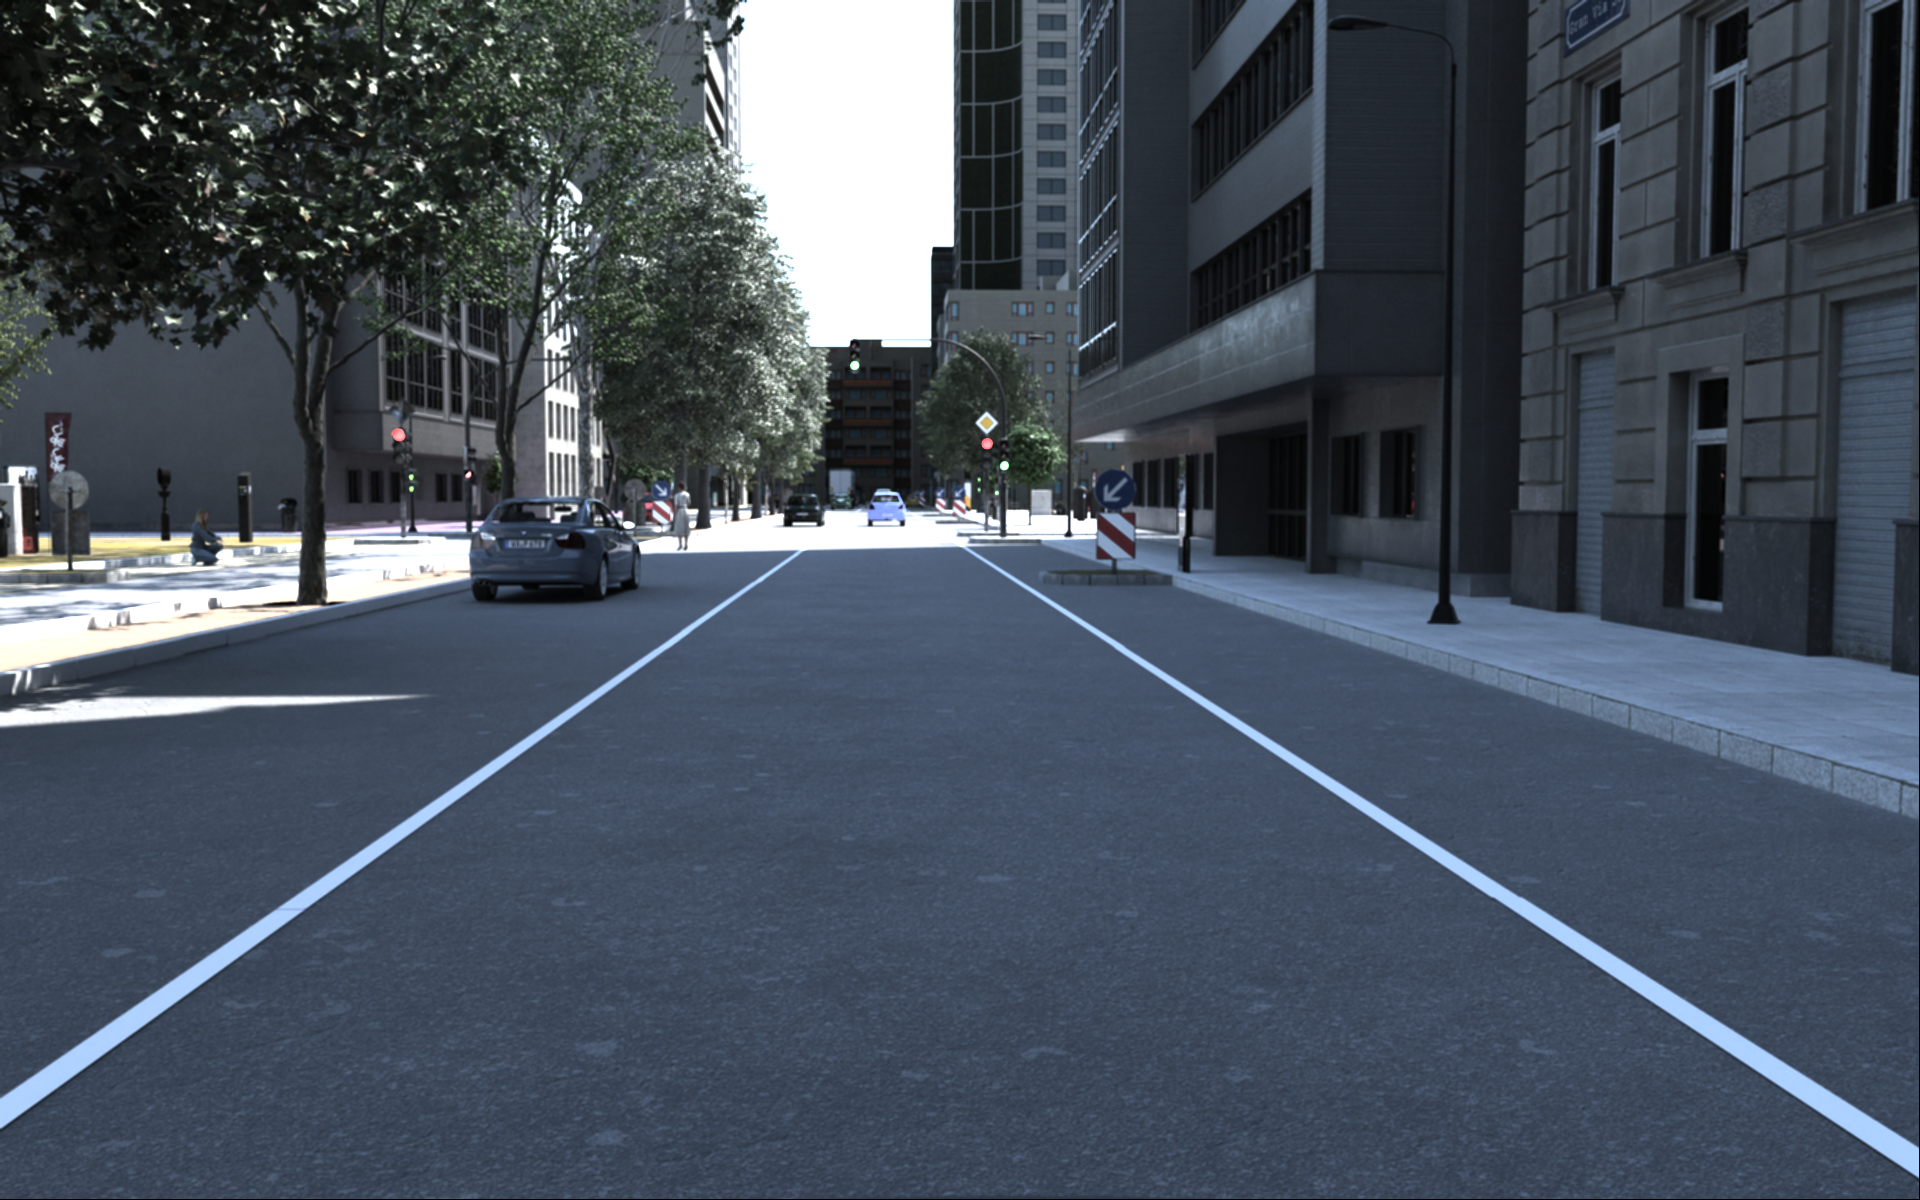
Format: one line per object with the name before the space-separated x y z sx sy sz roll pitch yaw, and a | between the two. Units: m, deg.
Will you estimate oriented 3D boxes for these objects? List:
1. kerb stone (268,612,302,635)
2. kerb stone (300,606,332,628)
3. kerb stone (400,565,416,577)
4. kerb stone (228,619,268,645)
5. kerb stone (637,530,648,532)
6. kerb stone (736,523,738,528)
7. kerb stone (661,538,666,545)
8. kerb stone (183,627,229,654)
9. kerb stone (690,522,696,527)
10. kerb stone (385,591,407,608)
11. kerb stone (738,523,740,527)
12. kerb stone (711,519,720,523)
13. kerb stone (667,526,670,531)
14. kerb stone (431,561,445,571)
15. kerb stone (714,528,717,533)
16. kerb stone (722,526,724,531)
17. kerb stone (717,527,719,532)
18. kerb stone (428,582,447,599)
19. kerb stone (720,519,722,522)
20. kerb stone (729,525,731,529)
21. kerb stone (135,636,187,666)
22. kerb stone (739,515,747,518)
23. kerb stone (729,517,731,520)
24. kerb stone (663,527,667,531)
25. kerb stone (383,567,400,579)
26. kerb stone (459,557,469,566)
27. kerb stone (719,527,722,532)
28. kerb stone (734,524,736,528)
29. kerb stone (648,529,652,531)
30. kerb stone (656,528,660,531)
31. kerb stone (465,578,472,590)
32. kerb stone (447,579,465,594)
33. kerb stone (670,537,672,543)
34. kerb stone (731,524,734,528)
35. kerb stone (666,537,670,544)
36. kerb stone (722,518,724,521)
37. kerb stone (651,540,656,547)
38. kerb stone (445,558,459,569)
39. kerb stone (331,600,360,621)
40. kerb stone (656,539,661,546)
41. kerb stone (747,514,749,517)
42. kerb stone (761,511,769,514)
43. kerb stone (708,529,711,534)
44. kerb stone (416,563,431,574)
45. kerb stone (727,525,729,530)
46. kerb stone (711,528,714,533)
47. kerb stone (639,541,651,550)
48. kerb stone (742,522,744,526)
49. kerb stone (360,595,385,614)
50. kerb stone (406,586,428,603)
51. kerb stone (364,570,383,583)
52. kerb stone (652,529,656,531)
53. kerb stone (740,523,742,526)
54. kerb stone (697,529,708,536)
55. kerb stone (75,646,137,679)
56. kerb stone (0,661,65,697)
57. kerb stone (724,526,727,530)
kerb stone | -7.086 0.261 17.975 0.120 0.150 1.000 0 4 -3
kerb stone | -7.135 0.196 18.998 0.120 0.150 1.000 0 4 -3
kerb stone | -9.737 -0.492 30.240 0.120 0.150 1.000 0 4 -3
kerb stone | -7.036 0.321 16.954 0.120 0.150 1.000 0 4 -3
kerb stone | -11.095 -2.341 60.471 0.120 0.150 1.000 0 4 -3
kerb stone | -9.548 -3.097 72.863 0.120 0.150 1.000 0 4 -3
kerb stone | -8.460 -1.620 48.683 0.120 0.150 1.000 0 4 -3
kerb stone | -6.999 0.383 15.933 0.120 0.150 1.000 0 4 -3
kerb stone | -11.839 -3.345 76.885 0.120 0.150 1.000 0 4 -3
kerb stone | -7.275 0.010 22.069 0.120 0.150 1.000 0 4 -3
kerb stone | -9.604 -3.161 73.883 0.120 0.150 1.000 0 4 -3
kerb stone | -12.301 -3.966 87.136 0.120 0.150 1.000 0 4 -3
kerb stone | -11.381 -2.717 66.637 0.120 0.150 1.000 0 4 -3
kerb stone | -9.830 -0.616 32.285 0.120 0.150 1.000 0 4 -3
kerb stone | -9.147 -2.535 63.648 0.120 0.150 1.000 0 4 -3
kerb stone | -9.283 -2.723 66.715 0.120 0.150 1.000 0 4 -3
kerb stone | -9.186 -2.598 64.673 0.120 0.150 1.000 0 4 -3
kerb stone | -7.366 -0.117 24.116 0.120 0.150 1.000 0 4 -3
kerb stone | -12.344 -4.034 88.159 0.120 0.150 1.000 0 4 -3
kerb stone | -9.416 -2.911 69.794 0.120 0.150 1.000 0 4 -3
kerb stone | -6.940 0.450 14.906 0.120 0.150 1.000 0 4 -3
kerb stone | -13.093 -5.037 104.545 0.120 0.150 1.000 0 4 -3
kerb stone | -12.580 -4.345 93.283 0.120 0.150 1.000 0 4 -3
kerb stone | -11.329 -2.656 65.616 0.120 0.150 1.000 0 4 -3
kerb stone | -9.689 -0.429 29.215 0.120 0.150 1.000 0 4 -3
kerb stone | -9.922 -0.742 34.327 0.120 0.150 1.000 0 4 -3
kerb stone | -9.234 -2.660 65.694 0.120 0.150 1.000 0 4 -3
kerb stone | -9.518 -3.036 71.840 0.120 0.150 1.000 0 4 -3
kerb stone | -11.149 -2.404 61.501 0.120 0.150 1.000 0 4 -3
kerb stone | -11.239 -2.530 63.553 0.120 0.150 1.000 0 4 -3
kerb stone | -7.457 -0.243 26.169 0.120 0.150 1.000 0 4 -3
kerb stone | -7.408 -0.180 25.139 0.120 0.150 1.000 0 4 -3
kerb stone | -8.554 -1.745 50.725 0.120 0.150 1.000 0 4 -3
kerb stone | -9.464 -2.974 70.816 0.120 0.150 1.000 0 4 -3
kerb stone | -8.518 -1.677 49.704 0.120 0.150 1.000 0 4 -3
kerb stone | -12.386 -4.097 89.184 0.120 0.150 1.000 0 4 -3
kerb stone | -8.376 -1.495 46.640 0.120 0.150 1.000 0 4 -3
kerb stone | -9.871 -0.680 33.307 0.120 0.150 1.000 0 4 -3
kerb stone | -7.182 0.133 20.025 0.120 0.150 1.000 0 4 -3
kerb stone | -8.426 -1.557 47.662 0.120 0.150 1.000 0 4 -3
kerb stone | -13.129 -5.099 105.567 0.120 0.150 1.000 0 4 -3
kerb stone | -13.962 -6.228 124.025 0.120 0.150 1.000 0 4 -3
kerb stone | -9.047 -2.405 61.596 0.120 0.150 1.000 0 4 -3
kerb stone | -9.788 -0.554 31.261 0.120 0.150 1.000 0 4 -3
kerb stone | -9.369 -2.849 68.769 0.120 0.150 1.000 0 4 -3
kerb stone | -9.098 -2.472 62.617 0.120 0.150 1.000 0 4 -3
kerb stone | -8.333 -1.429 45.616 0.120 0.150 1.000 0 4 -3
kerb stone | -9.690 -3.287 75.932 0.120 0.150 1.000 0 4 -3
kerb stone | -7.223 0.070 21.047 0.120 0.150 1.000 0 4 -3
kerb stone | -7.316 -0.055 23.094 0.120 0.150 1.000 0 4 -3
kerb stone | -9.644 -0.367 28.194 0.120 0.150 1.000 0 4 -3
kerb stone | -11.185 -2.460 62.526 0.120 0.150 1.000 0 4 -3
kerb stone | -9.649 -3.224 74.905 0.120 0.150 1.000 0 4 -3
kerb stone | -8.996 -2.347 60.575 0.120 0.150 1.000 0 4 -3
kerb stone | -6.898 0.508 13.884 0.120 0.150 1.000 0 4 -3
kerb stone | -6.855 0.571 12.863 0.120 0.150 1.000 0 4 -3
kerb stone | -9.330 -2.785 67.736 0.120 0.150 1.000 0 4 -3
